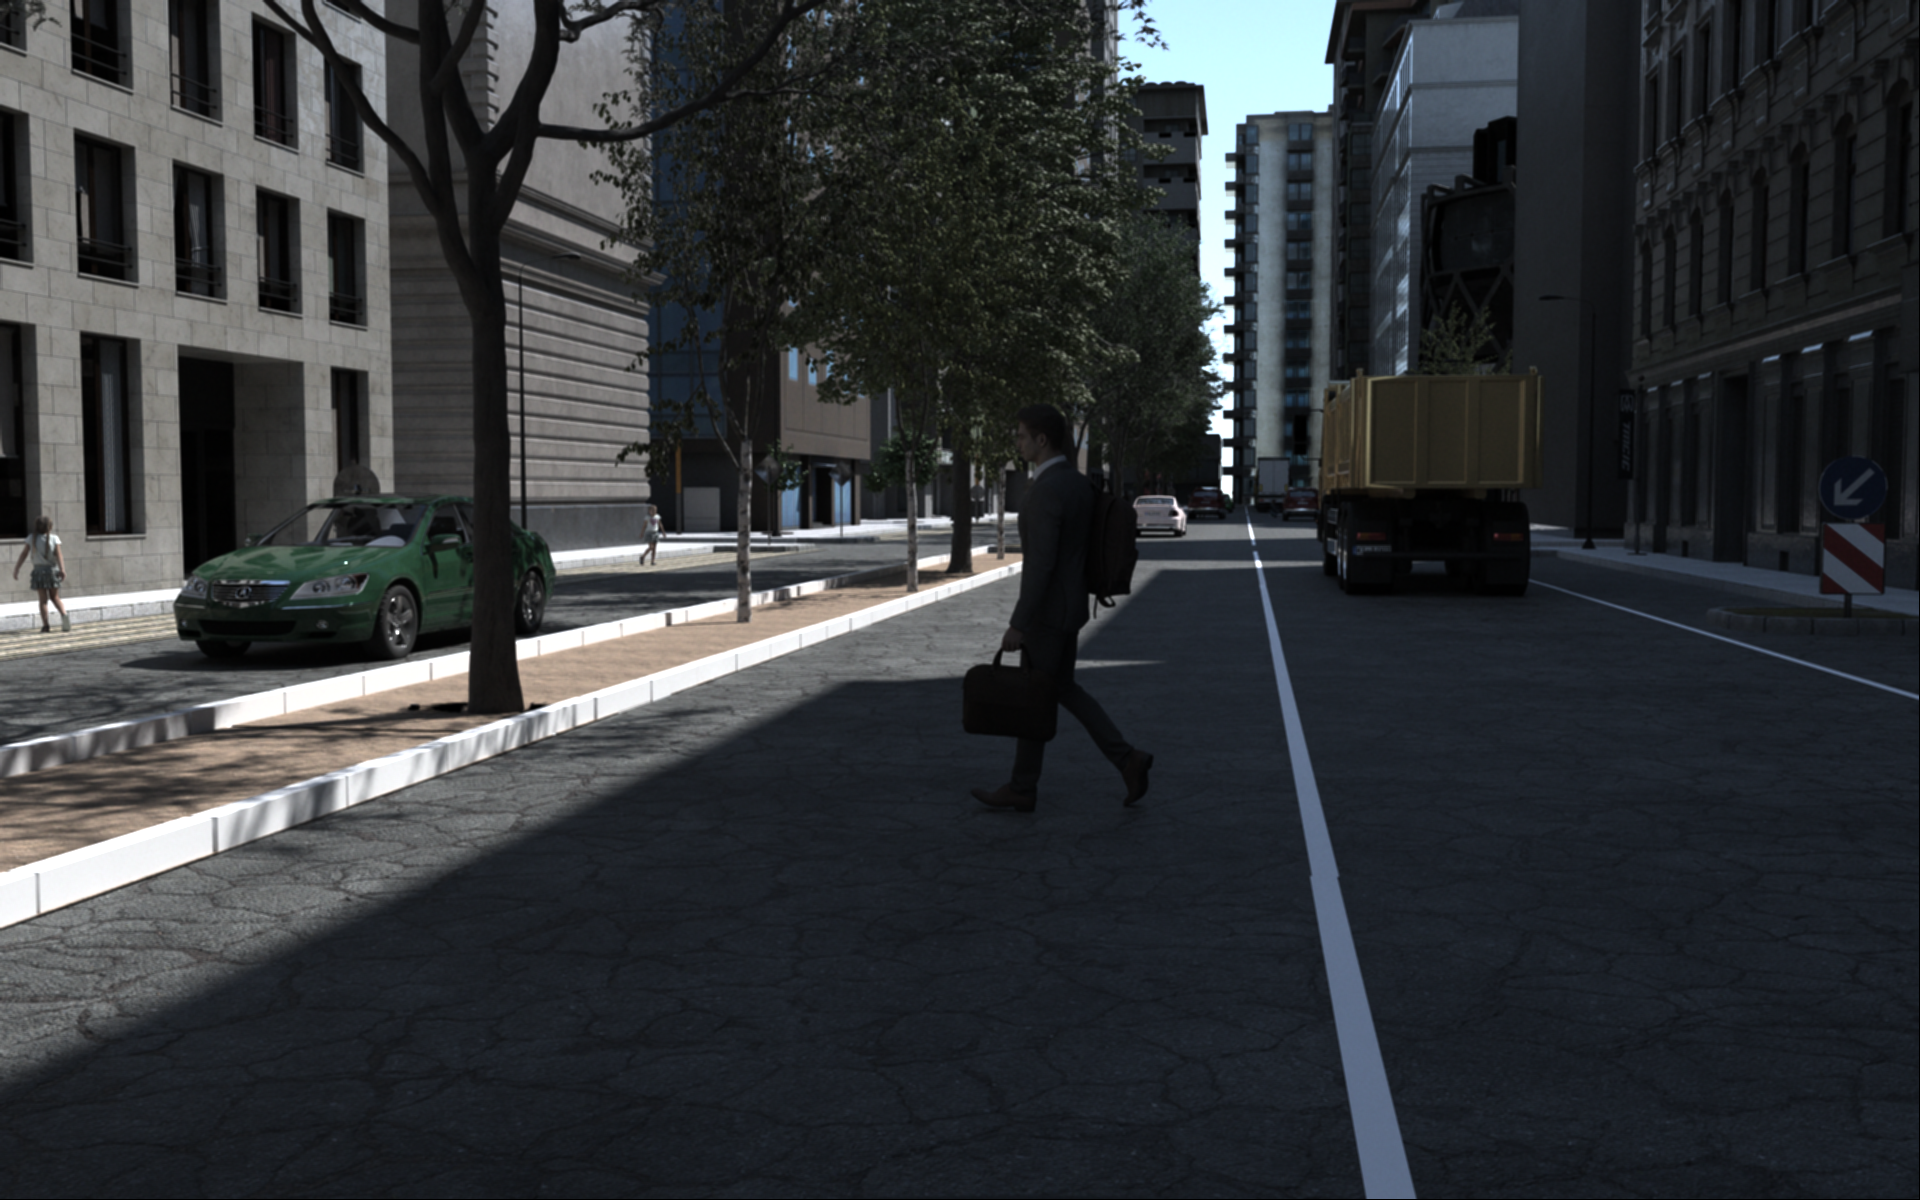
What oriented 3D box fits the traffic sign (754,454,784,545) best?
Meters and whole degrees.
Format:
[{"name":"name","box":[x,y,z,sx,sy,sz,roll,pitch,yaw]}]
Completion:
[{"name":"traffic sign","box":[-4.816,-2.449,43.686,0.795,2.450,0.064,1,4,9]}]

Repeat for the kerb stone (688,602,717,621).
[{"name":"kerb stone","box":[-3.024,0.150,19.849,0.120,0.150,1.000,1,4,9]}]

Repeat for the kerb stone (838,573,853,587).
[{"name":"kerb stone","box":[-1.872,-0.290,26.931,0.120,0.150,1.000,1,4,9]}]

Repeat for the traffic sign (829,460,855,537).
[{"name":"traffic sign","box":[-3.529,-2.931,51.567,0.795,2.450,0.064,1,4,9]}]

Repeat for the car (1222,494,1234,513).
[{"name":"car","box":[19.906,-7.546,132.181,1.959,1.807,4.718,1,4,11]}]

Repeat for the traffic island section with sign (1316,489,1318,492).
[{"name":"traffic island section with sign","box":[30.522,-8.597,149.181,1.989,1.847,2.006,1,4,9]}]

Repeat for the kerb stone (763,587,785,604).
[{"name":"kerb stone","box":[-2.534,-0.042,22.883,0.120,0.150,1.000,1,4,9]}]

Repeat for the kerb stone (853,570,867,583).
[{"name":"kerb stone","box":[-1.712,-0.352,27.954,0.120,0.150,1.000,1,4,9]}]

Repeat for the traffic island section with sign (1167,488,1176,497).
[{"name":"traffic island section with sign","box":[15.128,-7.109,124.375,2.006,1.907,1.989,1,4,9]}]

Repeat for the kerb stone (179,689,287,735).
[{"name":"kerb stone","box":[-4.520,0.701,10.739,0.120,0.150,1.000,1,4,9]}]

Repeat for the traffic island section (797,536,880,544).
[{"name":"traffic island section","box":[-3.553,-1.795,51.633,2.009,0.180,2.903,1,4,9]}]

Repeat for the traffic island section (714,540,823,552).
[{"name":"traffic island section","box":[-4.841,-1.313,43.752,2.009,0.180,2.903,1,4,9]}]

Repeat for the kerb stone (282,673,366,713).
[{"name":"kerb stone","box":[-4.358,0.639,11.752,0.120,0.150,1.000,1,4,9]}]

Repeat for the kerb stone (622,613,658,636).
[{"name":"kerb stone","box":[-3.356,0.270,17.821,0.120,0.150,1.000,1,4,9]}]

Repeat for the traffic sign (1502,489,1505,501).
[{"name":"traffic sign","box":[12.792,-2.273,40.800,0.795,2.450,0.064,1,4,9]}]

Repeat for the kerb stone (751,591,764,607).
[{"name":"kerb stone","box":[-2.699,0.022,21.867,0.120,0.150,1.000,1,4,9]}]

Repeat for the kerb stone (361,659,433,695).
[{"name":"kerb stone","box":[-4.194,0.577,12.761,0.120,0.150,1.000,1,4,9]}]

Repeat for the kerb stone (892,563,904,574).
[{"name":"kerb stone","box":[-1.212,-0.534,30.985,0.120,0.150,1.000,1,4,9]}]

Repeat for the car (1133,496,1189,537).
[{"name":"car","box":[6.727,-2.858,59.093,2.083,1.381,4.827,1,4,10]}]

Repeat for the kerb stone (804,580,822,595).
[{"name":"kerb stone","box":[-2.200,-0.165,24.906,0.120,0.150,1.000,1,4,9]}]

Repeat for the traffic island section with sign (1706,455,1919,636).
[{"name":"traffic island section with sign","box":[9.185,-0.608,18.572,1.989,1.847,2.006,1,4,9]}]

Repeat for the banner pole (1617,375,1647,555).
[{"name":"banner pole","box":[14.123,-2.839,36.441,0.863,3.779,0.401,-2,4,-27]}]

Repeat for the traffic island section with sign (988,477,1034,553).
[{"name":"traffic island section with sign","box":[1.817,-2.127,42.906,2.006,1.907,1.989,1,4,9]}]

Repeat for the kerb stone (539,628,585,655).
[{"name":"kerb stone","box":[-3.690,0.392,15.798,0.120,0.150,1.000,1,4,9]}]

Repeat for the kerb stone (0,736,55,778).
[{"name":"kerb stone","box":[-4.852,0.829,8.706,0.120,0.150,1.000,1,4,9]}]

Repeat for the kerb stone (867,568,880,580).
[{"name":"kerb stone","box":[-1.549,-0.410,28.963,0.120,0.150,1.000,1,4,9]}]

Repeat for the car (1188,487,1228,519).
[{"name":"car","box":[14.248,-5.573,99.793,2.281,1.827,5.304,1,4,10]}]

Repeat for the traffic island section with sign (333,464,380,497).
[{"name":"traffic island section with sign","box":[-8.020,-0.833,22.245,1.989,1.847,2.006,1,4,9]}]

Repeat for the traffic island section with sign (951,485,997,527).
[{"name":"traffic island section with sign","box":[0.741,-4.112,75.863,1.989,1.847,2.006,1,4,9]}]

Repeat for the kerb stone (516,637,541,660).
[{"name":"kerb stone","box":[-3.858,0.454,14.777,0.120,0.150,1.000,1,4,9]}]

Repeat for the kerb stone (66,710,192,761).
[{"name":"kerb stone","box":[-4.685,0.768,9.728,0.120,0.150,1.000,1,4,9]}]

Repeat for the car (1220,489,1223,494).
[{"name":"car","box":[20.267,-7.954,138.721,2.281,1.827,5.304,1,4,8]}]

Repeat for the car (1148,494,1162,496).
[{"name":"car","box":[17.566,-8.933,155.837,2.009,1.686,4.222,1,4,8]}]

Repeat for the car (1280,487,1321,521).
[{"name":"car","box":[18.410,-5.173,93.257,2.281,1.827,5.304,1,4,10]}]

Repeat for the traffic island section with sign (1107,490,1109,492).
[{"name":"traffic island section with sign","box":[13.272,-8.800,152.511,1.989,1.847,2.006,1,4,9]}]

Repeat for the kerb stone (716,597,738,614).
[{"name":"kerb stone","box":[-2.864,0.090,20.859,0.120,0.150,1.000,1,4,9]}]

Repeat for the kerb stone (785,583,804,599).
[{"name":"kerb stone","box":[-2.366,-0.104,23.891,0.120,0.150,1.000,1,4,9]}]

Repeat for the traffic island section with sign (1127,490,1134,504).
[{"name":"traffic island section with sign","box":[17.795,-10.495,180.214,1.989,1.847,2.006,1,4,9]}]

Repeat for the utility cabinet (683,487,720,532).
[{"name":"utility cabinet","box":[-8.625,-3.009,57.875,1.173,1.500,0.318,1,4,11]}]

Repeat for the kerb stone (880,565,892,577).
[{"name":"kerb stone","box":[-1.372,-0.476,29.975,0.120,0.150,1.000,1,4,9]}]

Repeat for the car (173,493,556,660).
[{"name":"car","box":[-5.496,-0.292,16.577,2.131,1.459,4.920,1,4,10]}]

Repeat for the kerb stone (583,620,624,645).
[{"name":"kerb stone","box":[-3.522,0.330,16.806,0.120,0.150,1.000,1,4,9]}]

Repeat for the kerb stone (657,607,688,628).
[{"name":"kerb stone","box":[-3.197,0.206,18.832,0.120,0.150,1.000,1,4,9]}]

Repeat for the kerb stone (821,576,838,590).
[{"name":"kerb stone","box":[-2.035,-0.228,25.920,0.120,0.150,1.000,1,4,9]}]

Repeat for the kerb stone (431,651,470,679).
[{"name":"kerb stone","box":[-4.021,0.519,13.768,0.120,0.150,1.000,1,4,9]}]
